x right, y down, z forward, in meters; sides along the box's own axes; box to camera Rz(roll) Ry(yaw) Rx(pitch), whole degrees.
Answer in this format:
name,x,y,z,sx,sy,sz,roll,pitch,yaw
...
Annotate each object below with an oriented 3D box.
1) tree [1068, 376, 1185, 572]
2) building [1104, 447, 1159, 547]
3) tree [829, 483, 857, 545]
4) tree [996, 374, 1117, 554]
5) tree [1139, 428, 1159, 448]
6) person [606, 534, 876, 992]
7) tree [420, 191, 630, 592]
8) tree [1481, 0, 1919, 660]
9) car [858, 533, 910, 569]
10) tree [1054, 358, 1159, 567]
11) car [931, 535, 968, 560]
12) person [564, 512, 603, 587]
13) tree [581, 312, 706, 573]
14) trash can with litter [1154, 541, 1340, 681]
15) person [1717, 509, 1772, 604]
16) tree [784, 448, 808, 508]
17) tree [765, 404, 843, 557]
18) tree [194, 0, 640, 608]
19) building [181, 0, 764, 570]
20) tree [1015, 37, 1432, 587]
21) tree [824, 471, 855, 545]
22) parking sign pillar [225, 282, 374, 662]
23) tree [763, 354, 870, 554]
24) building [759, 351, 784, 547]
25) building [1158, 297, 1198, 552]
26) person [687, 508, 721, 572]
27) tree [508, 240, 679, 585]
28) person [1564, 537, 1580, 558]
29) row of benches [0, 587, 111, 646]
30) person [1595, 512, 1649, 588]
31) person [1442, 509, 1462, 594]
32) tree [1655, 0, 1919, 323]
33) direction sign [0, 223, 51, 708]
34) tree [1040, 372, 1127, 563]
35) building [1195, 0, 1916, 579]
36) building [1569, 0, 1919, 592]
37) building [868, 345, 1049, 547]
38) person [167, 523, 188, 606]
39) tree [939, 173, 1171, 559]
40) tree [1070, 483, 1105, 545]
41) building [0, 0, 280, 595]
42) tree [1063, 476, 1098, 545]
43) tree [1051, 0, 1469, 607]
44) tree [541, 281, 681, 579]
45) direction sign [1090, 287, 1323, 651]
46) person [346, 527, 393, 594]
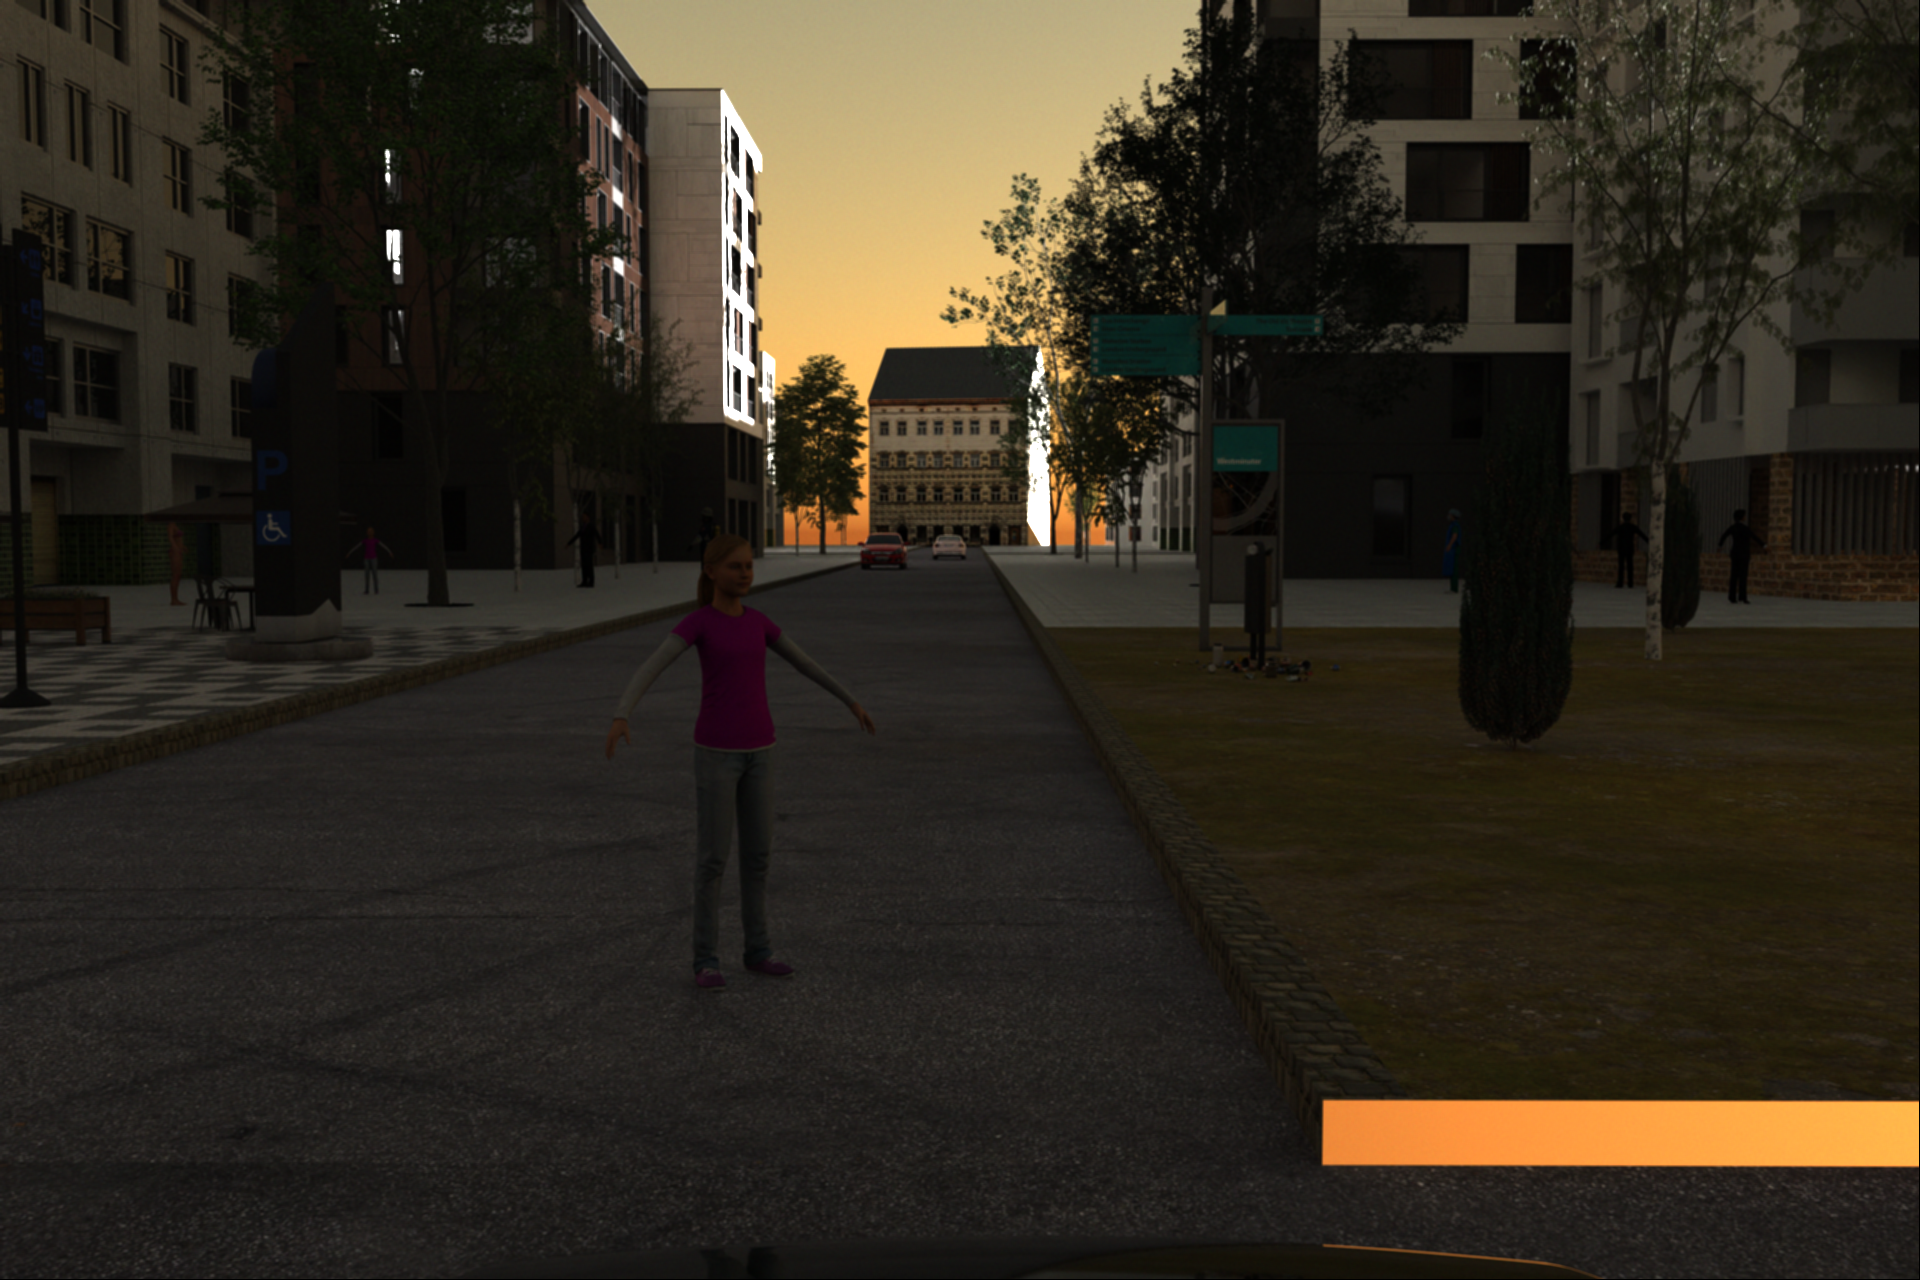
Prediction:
name,x,y,z,sx,sy,sz,roll,pitch,yaw
tree,5.805,-6.590,58.104,4.737,8.622,4.395,0,3,0
building,20.100,-14.261,175.307,9.099,9.664,28.070,0,4,1
tree,-13.177,-15.387,201.939,4.360,8.622,3.978,0,3,0
tree,6.034,-11.219,109.189,9.928,11.665,9.643,0,3,0
tree,22.930,-17.581,197.824,12.009,13.543,11.850,0,3,0
person,-0.689,0.380,5.505,0.991,1.433,0.599,-3,5,-40
tree,-9.527,-5.363,38.049,4.737,8.622,4.395,0,3,0
tree,6.865,-4.106,17.500,4.360,8.622,3.978,0,3,0
car,-3.114,-3.815,71.410,2.155,1.783,4.494,0,3,0
tree,5.863,-7.119,66.753,4.737,8.622,4.395,0,3,0
car,-0.601,-5.232,97.898,2.083,1.381,4.827,0,4,0
person,-9.007,-2.169,41.687,1.346,1.802,0.704,3,4,38
tree,-9.780,-6.503,56.682,4.360,8.622,3.978,0,3,0
trash can with litter,2.725,-0.310,16.119,1.678,1.210,2.233,0,4,1
person,14.473,-1.547,32.020,0.721,1.740,1.216,-1,4,-22
tree,-21.865,-17.514,196.716,12.009,13.543,11.850,0,3,0
tree,-9.035,-9.018,97.812,4.737,8.622,4.395,0,3,0
tree,-9.330,-6.406,30.500,9.928,11.665,9.643,0,3,0
building,-24.830,-14.304,77.851,27.936,21.610,32.646,0,4,1
tree,6.344,-8.059,42.128,12.009,13.543,11.850,0,3,0
tree,-13.525,-14.951,194.802,4.737,8.622,4.395,0,3,0
parking sign pillar,-6.876,-1.803,17.946,1.447,3.967,1.447,0,3,0
tree,-9.037,-11.712,109.623,7.486,12.596,7.792,0,3,0
building,-27.329,-18.424,167.689,16.747,18.905,31.486,0,4,1
building,24.763,-16.034,128.616,16.747,18.905,31.486,0,4,1
person,-5.546,-1.965,37.908,0.705,1.856,1.354,1,4,20
tree,-9.882,-5.726,43.985,4.360,8.622,3.978,0,3,0
person,9.162,-1.311,27.566,1.348,1.813,0.705,1,4,14
row of benches,-11.898,-0.287,20.152,4.104,0.672,1.422,0,4,2
person,15.843,-2.143,41.229,1.347,1.806,0.705,0,4,4
person,10.540,-1.895,37.108,0.704,1.817,1.347,1,4,17
tree,7.942,-3.798,12.454,4.360,8.622,3.978,0,3,0
direction sign,-6.996,-1.273,12.819,0.379,3.537,0.876,0,4,1
tree,5.657,-7.767,77.346,4.737,8.622,4.395,0,3,0
building,22.556,-13.509,64.846,27.936,21.610,32.646,0,4,0
building,21.666,-11.541,45.121,16.016,20.090,11.380,0,3,0
building,0.284,-22.534,201.823,18.063,23.208,19.493,1,4,10
person,-14.045,-1.491,31.189,0.721,1.733,1.217,-1,4,-17
tree,5.497,-14.395,91.245,12.611,20.169,13.585,0,3,0
tree,14.364,-14.965,195.043,4.737,8.622,4.395,0,3,0
building,-28.656,-10.353,35.732,16.747,18.905,31.486,0,3,0
tree,14.062,-15.242,199.571,4.737,8.622,4.395,0,3,0
tree,5.087,-5.860,30.218,7.601,10.594,8.767,0,4,2
tree,-9.629,-6.074,49.679,4.360,8.622,3.978,0,3,0
direction sign,2.685,-1.808,18.328,2.525,3.948,1.411,0,4,-1
person,-12.567,-1.690,36.897,0.991,1.433,0.599,0,4,-4
